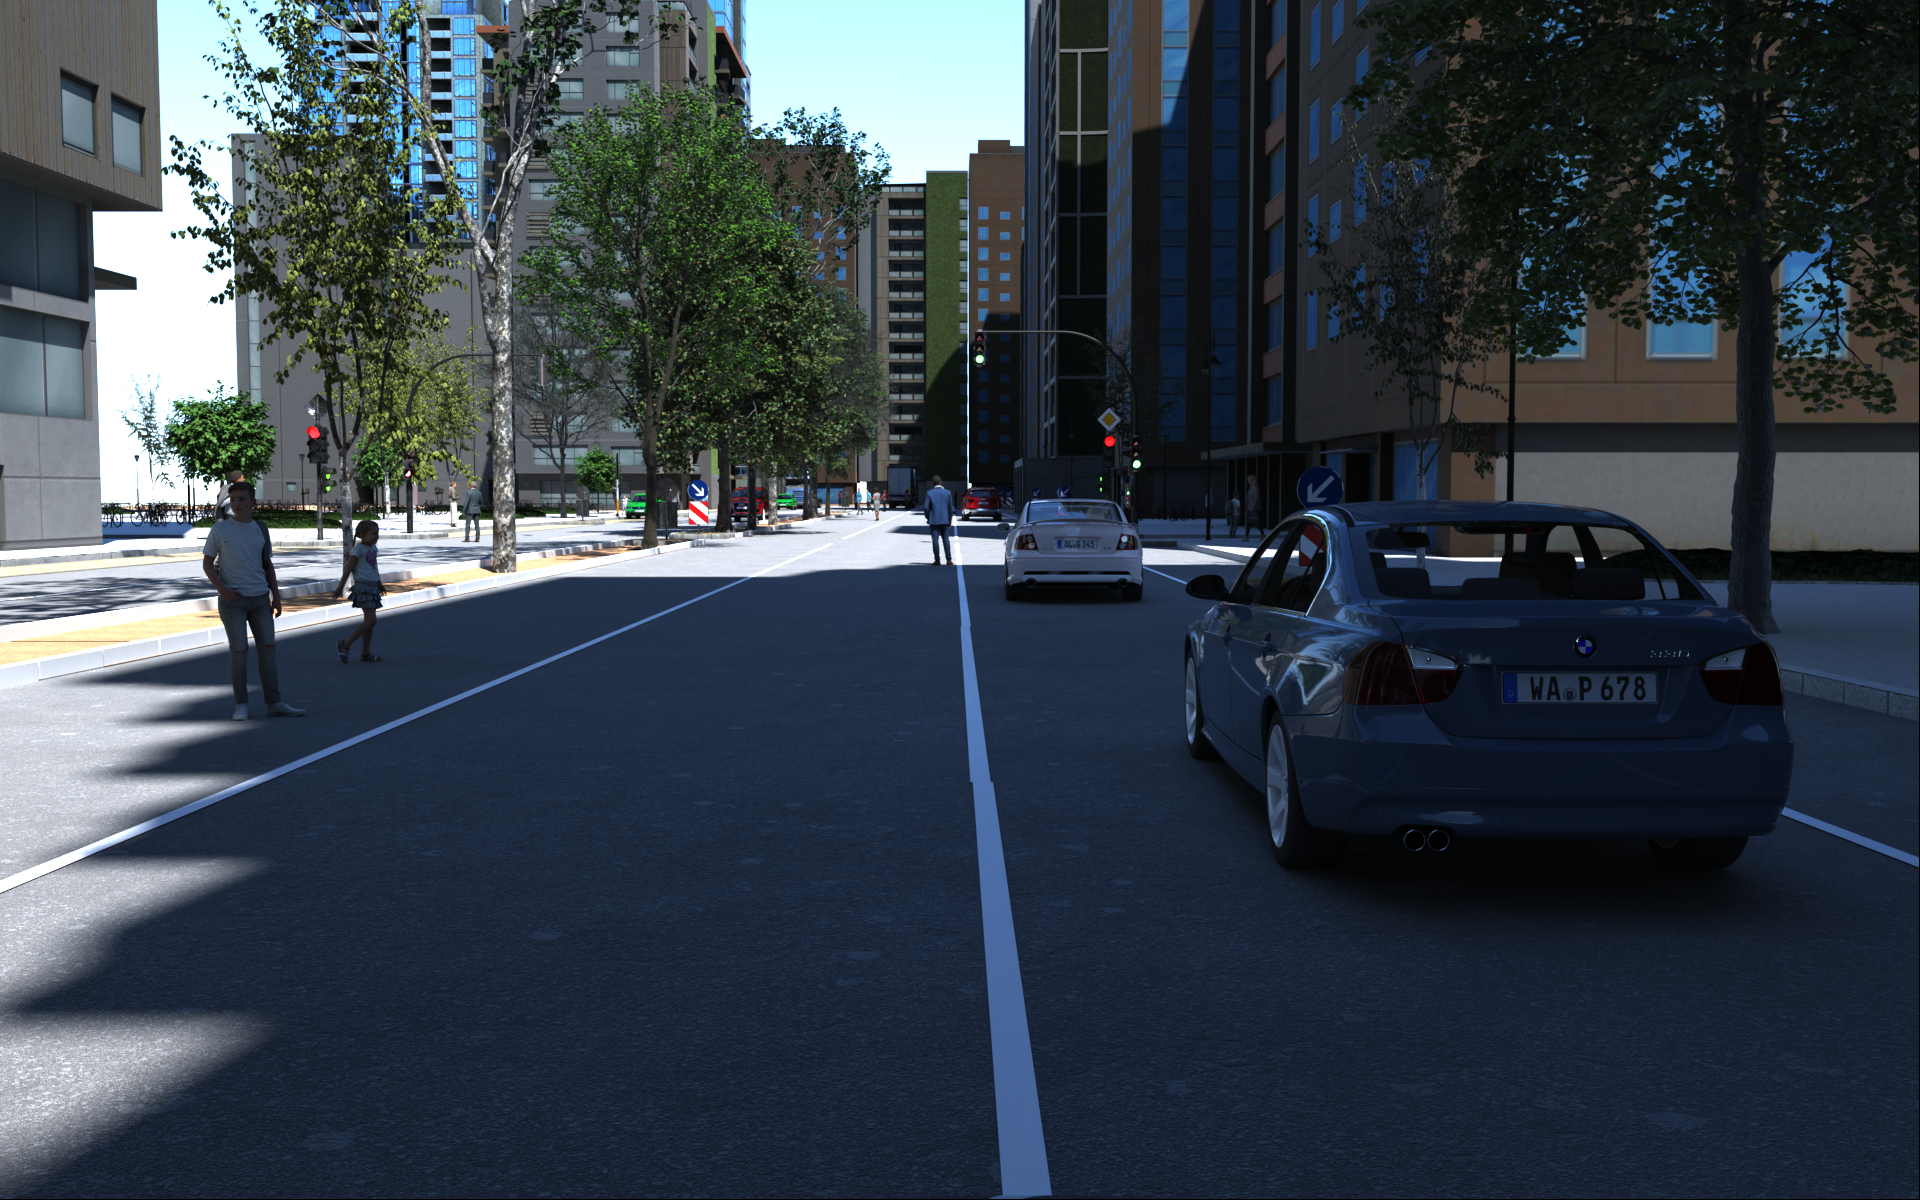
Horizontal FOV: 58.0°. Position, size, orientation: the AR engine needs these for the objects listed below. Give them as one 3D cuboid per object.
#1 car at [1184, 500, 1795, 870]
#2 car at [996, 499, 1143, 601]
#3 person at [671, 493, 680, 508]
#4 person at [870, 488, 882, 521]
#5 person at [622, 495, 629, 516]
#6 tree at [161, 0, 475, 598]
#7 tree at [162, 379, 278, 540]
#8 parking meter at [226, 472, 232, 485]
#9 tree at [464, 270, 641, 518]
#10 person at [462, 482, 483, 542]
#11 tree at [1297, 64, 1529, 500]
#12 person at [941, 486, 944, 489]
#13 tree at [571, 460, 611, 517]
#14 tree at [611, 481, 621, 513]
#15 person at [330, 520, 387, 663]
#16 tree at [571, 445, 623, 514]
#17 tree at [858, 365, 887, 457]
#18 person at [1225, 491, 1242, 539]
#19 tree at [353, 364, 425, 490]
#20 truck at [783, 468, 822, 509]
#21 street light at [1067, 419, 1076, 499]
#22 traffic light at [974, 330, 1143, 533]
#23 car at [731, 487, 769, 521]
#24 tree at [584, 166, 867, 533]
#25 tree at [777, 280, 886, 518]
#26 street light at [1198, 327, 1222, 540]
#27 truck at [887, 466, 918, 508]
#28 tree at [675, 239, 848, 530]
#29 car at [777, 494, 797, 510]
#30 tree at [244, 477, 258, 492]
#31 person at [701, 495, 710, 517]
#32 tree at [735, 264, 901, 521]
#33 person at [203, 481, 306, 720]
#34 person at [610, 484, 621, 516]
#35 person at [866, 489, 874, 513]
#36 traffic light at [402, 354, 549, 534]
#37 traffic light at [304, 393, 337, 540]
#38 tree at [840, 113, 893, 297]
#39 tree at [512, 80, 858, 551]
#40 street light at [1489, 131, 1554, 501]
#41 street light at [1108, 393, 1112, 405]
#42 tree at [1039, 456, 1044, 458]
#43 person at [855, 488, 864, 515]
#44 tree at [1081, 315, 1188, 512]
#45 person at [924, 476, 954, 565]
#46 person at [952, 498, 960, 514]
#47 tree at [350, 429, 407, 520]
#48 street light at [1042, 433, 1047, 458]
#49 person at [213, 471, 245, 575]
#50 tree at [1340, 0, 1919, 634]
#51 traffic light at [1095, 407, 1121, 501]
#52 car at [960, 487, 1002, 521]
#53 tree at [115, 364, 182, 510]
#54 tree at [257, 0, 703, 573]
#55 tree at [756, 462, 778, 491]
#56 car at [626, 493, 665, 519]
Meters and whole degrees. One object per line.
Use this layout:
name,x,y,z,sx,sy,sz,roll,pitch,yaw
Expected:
car,2.093,0.251,7.903,2.014,1.417,4.499,0,4,1
car,1.557,-0.752,24.664,2.083,1.381,4.827,0,4,1
person,-17.019,-5.798,103.415,0.709,1.813,0.853,1,4,17
person,-4.509,-5.165,93.304,0.532,1.782,0.716,3,5,40
person,-19.839,-5.612,102.812,0.505,1.210,0.382,0,4,-3
tree,-8.322,-4.305,23.208,4.737,8.622,4.395,0,3,0
tree,-21.047,-4.021,49.454,4.285,4.588,4.351,0,3,0
parking meter,-19.336,-2.468,46.055,0.255,1.863,0.399,-1,4,-16
tree,-21.226,-11.089,91.674,12.009,13.543,11.850,0,3,0
person,-14.562,-2.626,51.603,0.590,1.801,0.661,3,5,40
tree,7.947,-4.856,29.753,4.360,8.622,3.978,0,3,0
person,-0.967,-4.536,82.839,0.537,1.800,0.526,-3,5,-42
tree,-21.005,-6.337,98.216,1.663,3.219,1.824,0,3,0
tree,-23.766,-7.494,117.120,1.663,3.219,1.824,0,3,0
person,-5.108,-0.079,14.807,0.382,1.210,0.505,0,4,7
tree,-23.736,-7.913,113.096,4.285,4.588,4.351,0,3,0
tree,-8.552,-11.296,112.905,9.928,11.665,9.643,0,3,0
person,8.315,-2.543,52.670,0.503,1.515,0.523,1,4,17
tree,-30.677,-8.732,93.123,4.360,8.622,3.978,0,3,0
truck,-15.460,-11.141,171.916,2.967,4.110,18.799,0,4,-1
street light,6.717,-8.031,104.095,0.468,5.910,1.993,0,4,0
traffic light,2.760,-4.493,48.125,4.771,5.953,1.251,0,4,0
car,-10.913,-4.955,89.692,2.281,1.827,5.304,0,4,2
tree,-8.124,-8.561,59.433,9.611,12.733,9.660,0,3,0
tree,-8.788,-11.850,102.859,9.857,13.997,8.962,0,3,0
street light,6.891,-4.595,47.921,0.468,5.910,1.993,0,4,0
truck,-5.938,-11.565,178.001,2.839,4.237,11.283,0,4,1
tree,-8.333,-9.044,68.455,7.486,12.596,7.792,0,3,0
car,-15.667,-8.959,155.268,1.959,1.807,4.718,0,4,0
tree,-47.807,-7.449,116.398,1.663,3.219,1.824,0,3,0
person,-16.180,-6.186,109.907,0.793,1.790,0.793,1,4,13
tree,-8.198,-10.950,91.863,12.009,13.543,11.850,0,3,0
person,-4.523,0.002,11.056,0.523,1.515,0.503,1,4,15
person,-20.561,-5.993,103.384,0.474,1.900,0.648,1,4,14
person,-6.858,-7.501,131.167,0.620,1.820,0.660,-2,4,-34
traffic light,-15.755,-4.986,56.184,4.771,5.953,1.251,0,4,0
traffic light,-17.809,-3.623,48.155,0.839,4.253,0.868,0,4,0
tree,-9.758,-13.512,79.266,12.611,20.169,13.585,0,3,0
tree,-7.722,-7.038,43.291,9.928,11.665,9.643,0,3,0
street light,7.019,-3.010,21.995,0.468,5.910,1.993,0,4,0
street light,6.745,-6.445,78.168,0.468,5.910,1.993,0,4,0
tree,6.652,-9.228,134.593,4.285,4.588,4.351,0,3,0
person,-6.839,-6.724,118.306,0.748,1.841,0.638,-2,4,-33
tree,6.956,-7.422,71.715,4.360,8.622,3.978,0,3,0
person,-0.403,-1.601,34.860,0.721,1.800,0.419,-2,4,-23
person,-0.581,-6.262,116.390,1.012,1.151,0.738,3,5,40
tree,-29.201,-6.360,87.693,4.285,4.588,4.351,0,3,0
street light,6.452,-9.681,131.064,0.468,5.910,1.993,0,4,0
person,-12.375,-1.275,29.450,0.850,1.850,0.679,1,4,16
tree,6.936,-5.971,15.752,7.486,12.596,7.792,0,3,0
traffic light,4.815,-4.119,56.261,0.839,4.253,0.868,0,4,0
car,1.146,-5.152,92.906,2.281,1.827,5.304,0,4,-2
tree,-45.960,-9.091,98.995,4.360,8.622,3.978,0,3,0
tree,-9.485,-10.601,31.675,12.611,20.169,13.585,0,3,0
tree,-20.383,-14.094,180.794,4.360,8.622,3.978,0,3,0
car,-18.017,-5.550,99.533,1.959,1.807,4.718,0,4,0
